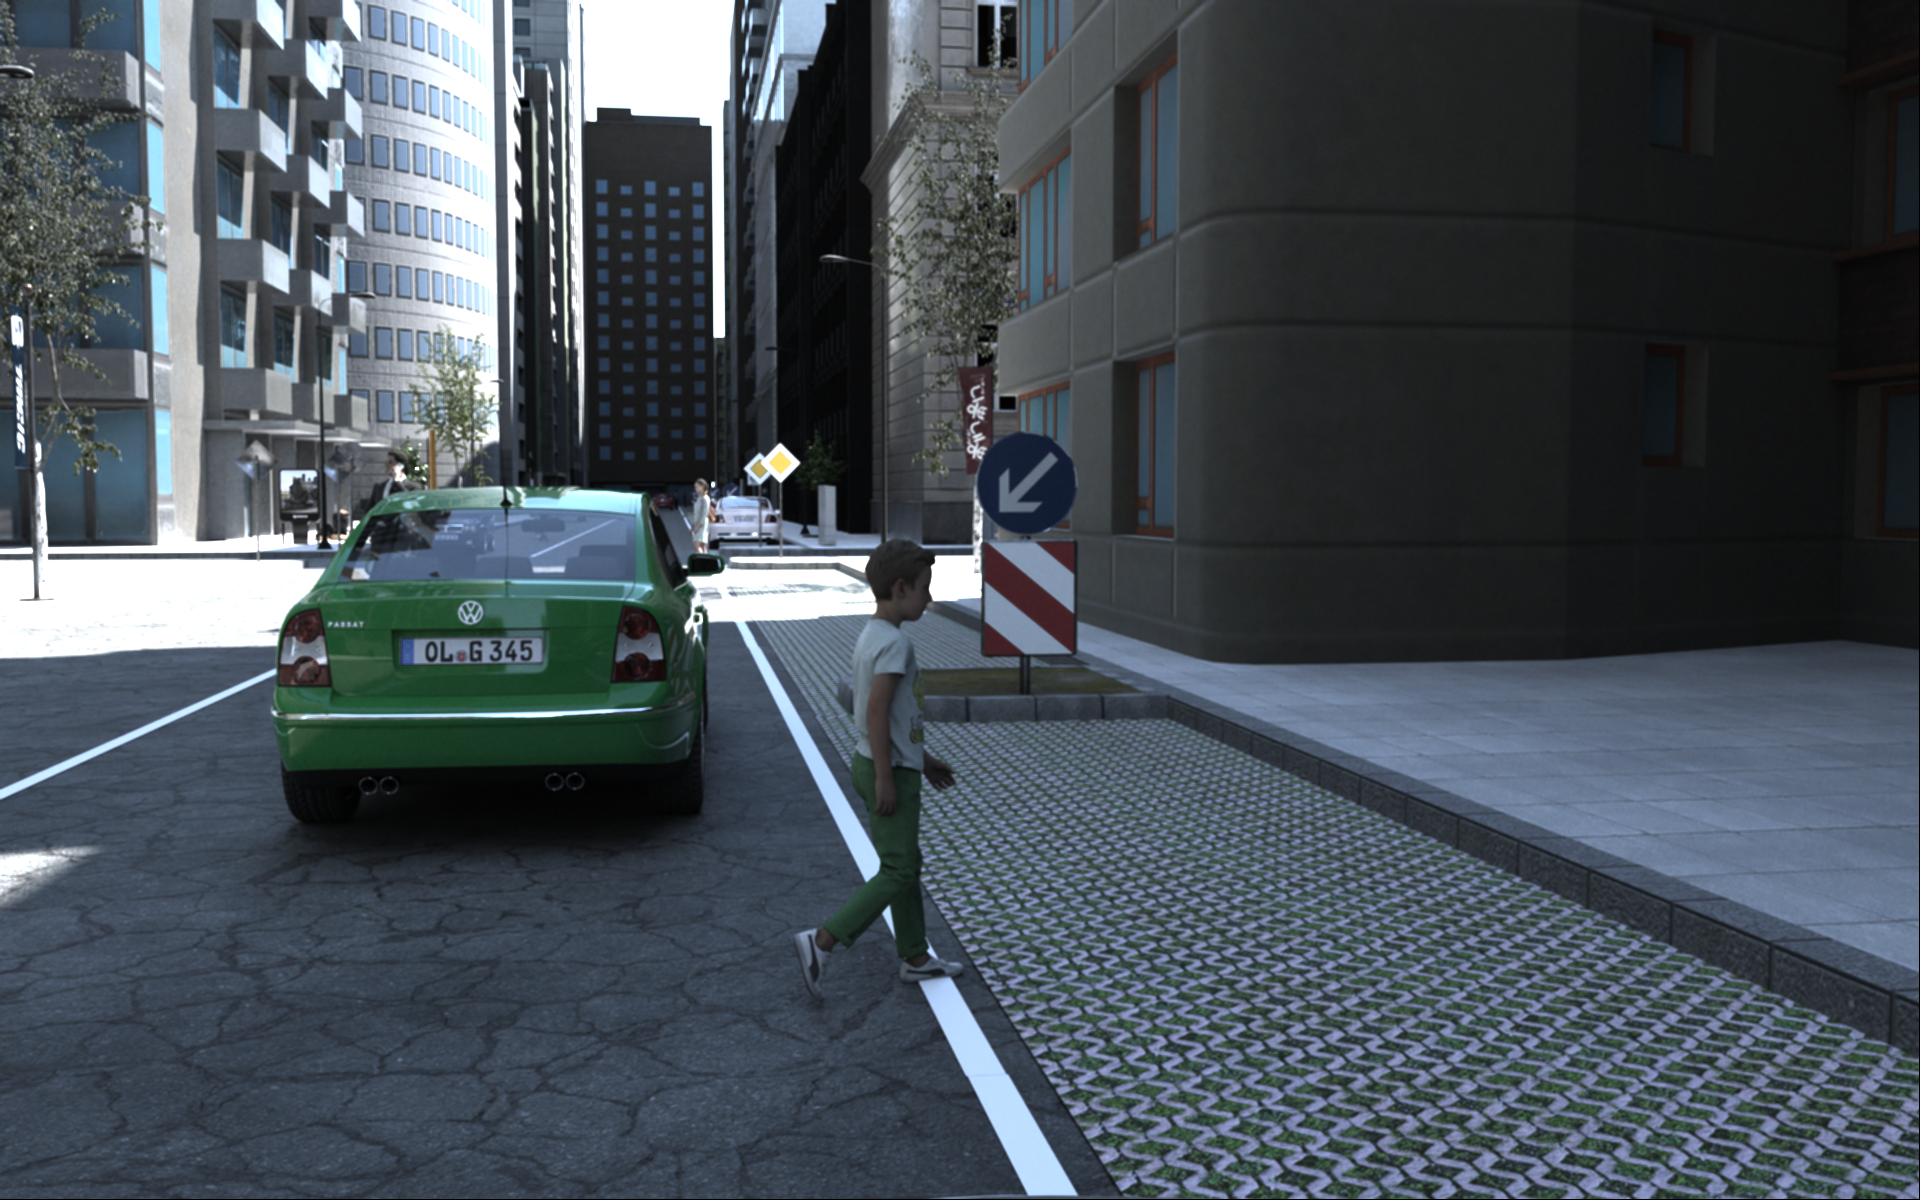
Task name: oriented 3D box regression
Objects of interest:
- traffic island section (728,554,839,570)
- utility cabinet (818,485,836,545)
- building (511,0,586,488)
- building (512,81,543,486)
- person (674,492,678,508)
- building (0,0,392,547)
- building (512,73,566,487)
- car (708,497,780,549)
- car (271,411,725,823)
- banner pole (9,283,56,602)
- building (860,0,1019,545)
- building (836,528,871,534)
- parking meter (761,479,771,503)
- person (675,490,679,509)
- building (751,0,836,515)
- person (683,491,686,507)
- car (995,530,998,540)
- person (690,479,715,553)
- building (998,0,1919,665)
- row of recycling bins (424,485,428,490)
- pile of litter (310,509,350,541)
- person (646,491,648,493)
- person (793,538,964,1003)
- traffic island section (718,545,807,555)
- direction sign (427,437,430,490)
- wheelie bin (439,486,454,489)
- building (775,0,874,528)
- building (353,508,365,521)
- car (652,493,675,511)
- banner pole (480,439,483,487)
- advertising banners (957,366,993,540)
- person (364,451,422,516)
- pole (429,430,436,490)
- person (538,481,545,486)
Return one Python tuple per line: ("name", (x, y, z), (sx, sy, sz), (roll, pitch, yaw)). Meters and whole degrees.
("traffic island section", (-3.477, -0.708, 33.851), (2.009, 0.180, 2.903), (-1, 4, -9))
("utility cabinet", (-3.314, -2.120, 43.336), (0.318, 1.500, 1.173), (-1, 4, -12))
("building", (-49.248, -45.068, 175.107), (20.611, 71.187, 20.563), (-1, 4, -9))
("building", (-36.752, -21.284, 119.690), (14.160, 30.474, 14.107), (-1, 4, -9))
("person", (-29.042, -10.258, 177.136), (0.541, 1.710, 0.530), (-2, 4, -27))
("building", (-31.166, -26.444, 51.976), (23.786, 49.044, 30.456), (-1, 4, -9))
("building", (-48.140, -27.211, 136.781), (32.217, 40.220, 23.993), (-1, 4, -9))
("car", (-5.764, -2.065, 46.123), (2.083, 1.381, 4.827), (0, 4, -8))
("car", (-2.211, -0.013, 9.003), (1.959, 1.807, 4.718), (0, 4, -8))
("banner pole", (-11.048, -1.863, 20.476), (0.401, 3.779, 0.863), (-1, 4, -11))
("building", (10.081, -15.469, 50.186), (25.104, 27.353, 12.463), (-1, 4, -9))
("building", (1.208, -14.316, 63.751), (12.332, 23.373, 15.834), (-1, 4, -9))
("parking meter", (-7.687, -3.829, 68.309), (0.399, 1.863, 0.255), (0, 4, 7))
("person", (-27.074, -9.610, 165.605), (0.705, 1.826, 1.348), (0, 4, -1))
("building", (-5.932, -19.848, 102.007), (11.434, 29.767, 29.804), (-1, 4, -9))
("person", (-28.016, -10.201, 176.210), (0.530, 1.710, 0.541), (1, 4, 18))
("car", (3.017, -1.894, 39.999), (4.494, 1.783, 2.155), (-1, 4, -9))
("person", (-4.631, -1.317, 31.029), (0.522, 1.701, 0.512), (-2, 4, -30))
("building", (16.476, -10.037, 9.141), (27.650, 21.520, 28.899), (-1, 4, -9))
("row of recycling bins", (-24.620, -4.302, 77.458), (1.069, 1.692, 3.534), (-3, 5, -44))
("pile of litter", (-17.107, -2.084, 48.032), (1.719, 0.858, 1.176), (-1, 4, -11))
("person", (-26.096, -8.245, 144.244), (0.436, 1.711, 0.756), (0, 4, 7))
("person", (-0.233, 0.476, 4.973), (0.590, 1.304, 0.306), (-2, 4, -34))
("traffic island section", (-4.787, -1.189, 41.728), (2.009, 0.180, 2.903), (-1, 4, -9))
("direction sign", (-21.288, -4.732, 69.372), (0.379, 3.537, 0.876), (-1, 4, -16))
("wheelie bin", (-21.264, -3.898, 71.641), (0.980, 1.594, 0.693), (-3, 4, -39))
("building", (-1.818, -15.298, 79.795), (12.332, 23.373, 15.834), (-1, 4, -9))
("building", (-35.590, -33.569, 90.860), (21.231, 58.520, 28.212), (-1, 4, -9))
("car", (-26.114, -8.759, 152.255), (2.155, 1.783, 4.494), (-1, 4, -8))
("banner pole", (-21.816, -5.444, 79.020), (0.401, 3.779, 0.863), (-1, 4, -19))
("advertising banners", (0.919, -1.670, 23.489), (2.074, 3.025, 0.090), (2, 4, 23))
("person", (-6.175, -0.668, 18.786), (0.648, 1.900, 0.474), (0, 4, -8))
("pole", (-16.698, -3.734, 54.896), (0.158, 3.312, 0.155), (0, 3, 0))
("person", (-12.903, -2.743, 53.353), (0.555, 1.821, 0.388), (0, 4, -4))
